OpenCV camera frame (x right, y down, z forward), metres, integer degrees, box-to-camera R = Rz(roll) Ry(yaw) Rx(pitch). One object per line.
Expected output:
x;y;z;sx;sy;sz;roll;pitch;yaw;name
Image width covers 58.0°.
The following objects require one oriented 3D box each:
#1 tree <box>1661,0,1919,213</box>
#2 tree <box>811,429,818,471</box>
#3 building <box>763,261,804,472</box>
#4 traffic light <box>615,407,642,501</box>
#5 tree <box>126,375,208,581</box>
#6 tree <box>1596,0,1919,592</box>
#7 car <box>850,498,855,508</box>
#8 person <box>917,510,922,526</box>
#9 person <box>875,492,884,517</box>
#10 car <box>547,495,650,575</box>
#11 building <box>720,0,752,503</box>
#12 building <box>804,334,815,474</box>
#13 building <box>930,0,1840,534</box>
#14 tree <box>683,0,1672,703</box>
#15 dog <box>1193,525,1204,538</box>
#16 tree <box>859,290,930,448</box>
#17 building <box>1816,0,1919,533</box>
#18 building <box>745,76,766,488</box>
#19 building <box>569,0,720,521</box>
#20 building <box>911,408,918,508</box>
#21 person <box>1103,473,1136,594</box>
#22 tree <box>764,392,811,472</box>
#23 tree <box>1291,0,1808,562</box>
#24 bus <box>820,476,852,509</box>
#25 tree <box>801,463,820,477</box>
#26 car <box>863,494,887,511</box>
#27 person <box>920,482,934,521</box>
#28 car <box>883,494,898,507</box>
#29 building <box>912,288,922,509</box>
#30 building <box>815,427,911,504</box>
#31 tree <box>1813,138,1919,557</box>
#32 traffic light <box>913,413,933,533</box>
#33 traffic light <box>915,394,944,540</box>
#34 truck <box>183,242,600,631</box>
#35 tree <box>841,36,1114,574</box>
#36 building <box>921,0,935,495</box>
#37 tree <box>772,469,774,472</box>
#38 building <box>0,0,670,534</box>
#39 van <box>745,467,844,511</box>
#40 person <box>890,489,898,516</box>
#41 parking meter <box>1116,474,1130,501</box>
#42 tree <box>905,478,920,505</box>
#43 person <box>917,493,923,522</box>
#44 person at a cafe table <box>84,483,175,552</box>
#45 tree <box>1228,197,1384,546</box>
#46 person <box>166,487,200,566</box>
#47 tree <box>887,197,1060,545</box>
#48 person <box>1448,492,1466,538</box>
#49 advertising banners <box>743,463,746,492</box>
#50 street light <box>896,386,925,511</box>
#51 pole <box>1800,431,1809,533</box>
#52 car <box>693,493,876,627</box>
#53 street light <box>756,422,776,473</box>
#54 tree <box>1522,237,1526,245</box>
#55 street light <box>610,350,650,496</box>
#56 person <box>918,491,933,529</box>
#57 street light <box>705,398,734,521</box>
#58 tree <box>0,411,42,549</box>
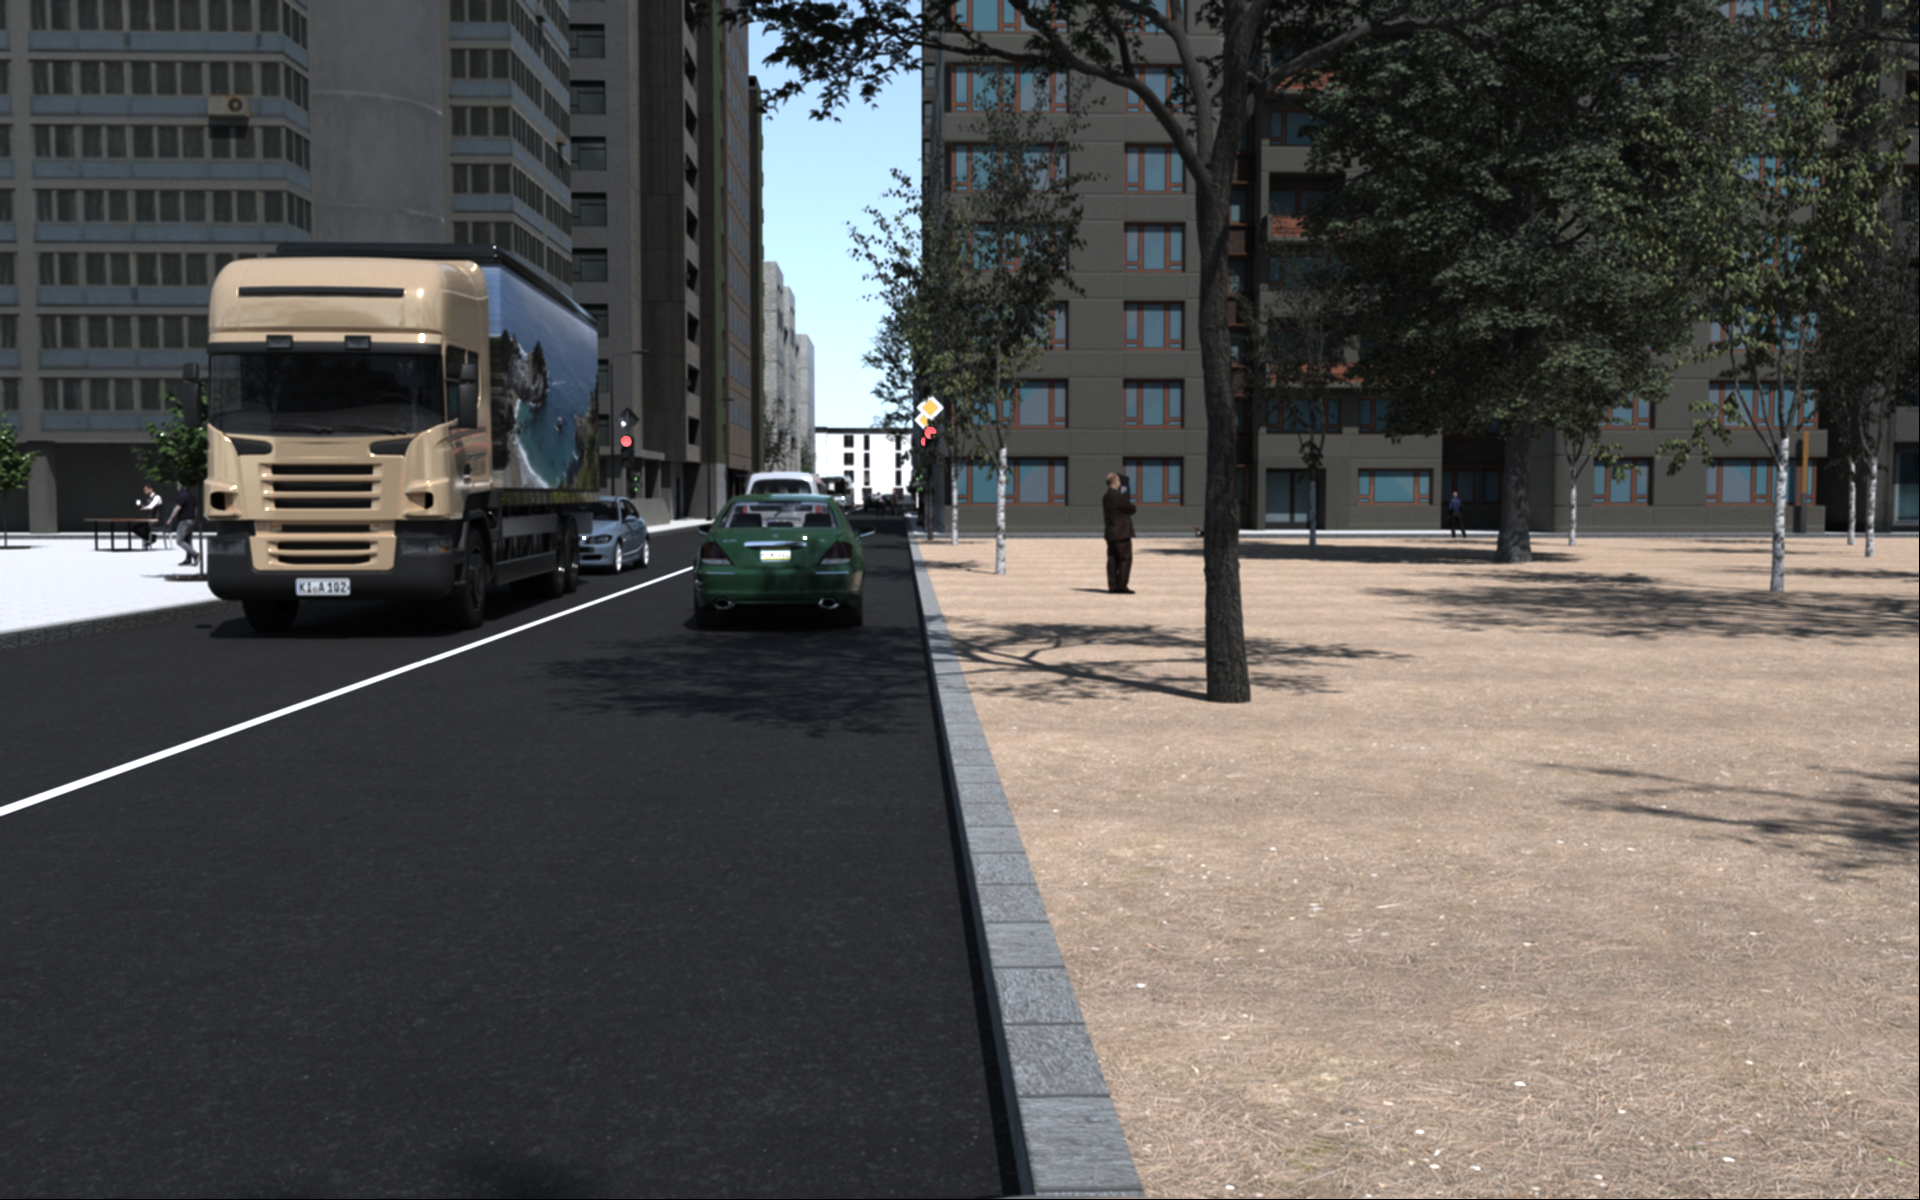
11.277;-6.298;13.345;12.009;13.543;11.850;0;3;0;tree
-16.879;-14.275;183.759;4.360;8.622;3.978;0;3;0;tree
-22.826;-17.167;147.130;16.747;18.905;31.486;0;4;-2;building
-10.739;-4.110;56.121;0.839;4.253;0.868;0;4;-2;traffic light
-11.308;-1.918;25.954;1.663;3.219;1.824;0;3;0;tree
10.700;-4.430;22.798;4.737;8.622;4.395;0;3;0;tree
-11.763;-10.100;177.717;1.945;1.354;3.894;0;4;0;car
-1.555;-3.379;69.216;0.347;0.859;0.695;-1;4;-10;person
-4.988;-5.887;106.963;0.614;1.554;0.590;-2;4;-28;person
-6.946;-1.245;32.366;2.014;1.417;4.499;0;4;0;car
-19.652;-27.487;99.531;14.600;45.320;14.200;0;4;-2;building
-32.807;-20.326;198.794;31.486;18.905;16.747;0;4;-2;building
13.485;-13.730;69.524;28.899;21.520;27.650;0;4;-2;building
1.326;-4.647;10.391;7.601;10.594;8.767;-1;4;-11;tree
7.204;-1.956;51.269;0.406;0.507;0.540;3;5;39;dog
-1.262;-9.945;88.350;9.928;11.665;9.643;0;3;0;tree
39.915;-27.081;66.481;21.600;48.544;21.300;0;4;-2;building
-20.477;-20.944;114.140;14.160;30.474;14.107;0;4;-2;building
-19.452;-19.214;85.855;14.160;30.474;14.107;0;4;-2;building
0.301;-13.460;162.221;9.099;9.664;28.070;0;4;-2;building
2.046;-0.860;22.366;0.388;1.546;0.482;-2;4;-25;person
-13.938;-10.721;125.656;4.360;8.622;3.978;0;3;0;tree
10.485;-7.701;32.571;9.857;13.997;8.962;0;3;0;tree
-12.037;-10.545;167.275;2.948;3.499;13.247;0;4;0;bus
-16.243;-11.889;178.099;4.285;4.588;4.351;0;3;0;tree
-7.469;-8.529;151.250;2.131;1.459;4.920;0;4;-1;car
-1.296;-3.739;67.631;0.568;1.767;0.683;0;4;8;person
-8.122;-11.363;197.575;2.131;1.459;4.920;0;4;-2;car
4.129;-17.478;142.178;16.016;20.091;11.380;0;4;-2;building
-16.790;-16.993;219.981;28.070;9.664;9.099;0;4;-2;building
18.817;-5.191;35.235;4.360;8.622;3.978;0;3;0;tree
-1.124;-4.131;56.468;0.839;4.253;0.868;0;4;-2;traffic light
-0.849;-3.643;48.488;0.839;4.253;0.868;0;4;-2;traffic light
-6.513;-2.002;21.642;2.839;4.237;11.283;0;4;-4;truck
0.517;-4.729;27.679;4.360;8.622;3.978;0;3;0;tree
4.256;-26.941;124.076;14.154;41.232;14.086;0;4;-2;building
-14.091;-8.295;130.221;1.663;3.219;1.824;0;3;0;tree
-28.387;-22.888;66.097;32.217;40.220;23.993;0;4;-2;building
-3.336;-1.663;34.194;2.013;2.044;4.112;0;4;0;van
-4.381;-6.416;113.961;0.434;1.755;0.990;-2;4;-24;person
4.657;-2.693;49.737;0.399;1.863;0.255;-1;4;-19;parking meter
-5.916;-13.145;209.513;1.663;3.219;1.824;0;3;0;tree
-1.822;-4.191;78.479;0.340;1.345;0.435;0;4;7;person
-18.692;-1.879;39.244;1.622;1.524;1.698;-3;5;-45;person at a cafe table
8.431;-5.622;42.284;4.360;8.622;3.978;0;3;0;tree
-13.753;-1.377;30.760;0.471;1.553;0.569;3;4;38;person
0.022;-5.659;42.893;4.737;8.622;4.395;0;3;0;tree
15.414;-2.601;53.726;0.574;1.496;0.600;1;4;13;person
-12.183;-6.247;98.332;0.090;3.025;2.074;0;4;-1;advertising banners
-2.048;-6.257;74.843;1.470;5.913;1.316;0;4;-2;street light
27.554;-3.833;56.510;0.158;3.312;0.155;0;3;0;pole
-2.036;-0.509;20.121;2.131;1.459;4.920;0;4;-3;car
-12.605;-8.532;112.032;1.470;5.913;1.316;0;4;-2;street light
15.093;-5.636;42.507;4.737;8.622;4.395;0;3;0;tree
-10.703;-5.106;56.021;1.470;5.913;1.316;0;4;-2;street light
-1.237;-3.361;64.230;0.421;1.427;0.697;-3;4;-37;person
-11.634;-6.810;83.890;1.470;5.913;1.316;0;4;-2;street light
-22.284;-2.809;40.530;1.663;3.219;1.824;0;3;0;tree
